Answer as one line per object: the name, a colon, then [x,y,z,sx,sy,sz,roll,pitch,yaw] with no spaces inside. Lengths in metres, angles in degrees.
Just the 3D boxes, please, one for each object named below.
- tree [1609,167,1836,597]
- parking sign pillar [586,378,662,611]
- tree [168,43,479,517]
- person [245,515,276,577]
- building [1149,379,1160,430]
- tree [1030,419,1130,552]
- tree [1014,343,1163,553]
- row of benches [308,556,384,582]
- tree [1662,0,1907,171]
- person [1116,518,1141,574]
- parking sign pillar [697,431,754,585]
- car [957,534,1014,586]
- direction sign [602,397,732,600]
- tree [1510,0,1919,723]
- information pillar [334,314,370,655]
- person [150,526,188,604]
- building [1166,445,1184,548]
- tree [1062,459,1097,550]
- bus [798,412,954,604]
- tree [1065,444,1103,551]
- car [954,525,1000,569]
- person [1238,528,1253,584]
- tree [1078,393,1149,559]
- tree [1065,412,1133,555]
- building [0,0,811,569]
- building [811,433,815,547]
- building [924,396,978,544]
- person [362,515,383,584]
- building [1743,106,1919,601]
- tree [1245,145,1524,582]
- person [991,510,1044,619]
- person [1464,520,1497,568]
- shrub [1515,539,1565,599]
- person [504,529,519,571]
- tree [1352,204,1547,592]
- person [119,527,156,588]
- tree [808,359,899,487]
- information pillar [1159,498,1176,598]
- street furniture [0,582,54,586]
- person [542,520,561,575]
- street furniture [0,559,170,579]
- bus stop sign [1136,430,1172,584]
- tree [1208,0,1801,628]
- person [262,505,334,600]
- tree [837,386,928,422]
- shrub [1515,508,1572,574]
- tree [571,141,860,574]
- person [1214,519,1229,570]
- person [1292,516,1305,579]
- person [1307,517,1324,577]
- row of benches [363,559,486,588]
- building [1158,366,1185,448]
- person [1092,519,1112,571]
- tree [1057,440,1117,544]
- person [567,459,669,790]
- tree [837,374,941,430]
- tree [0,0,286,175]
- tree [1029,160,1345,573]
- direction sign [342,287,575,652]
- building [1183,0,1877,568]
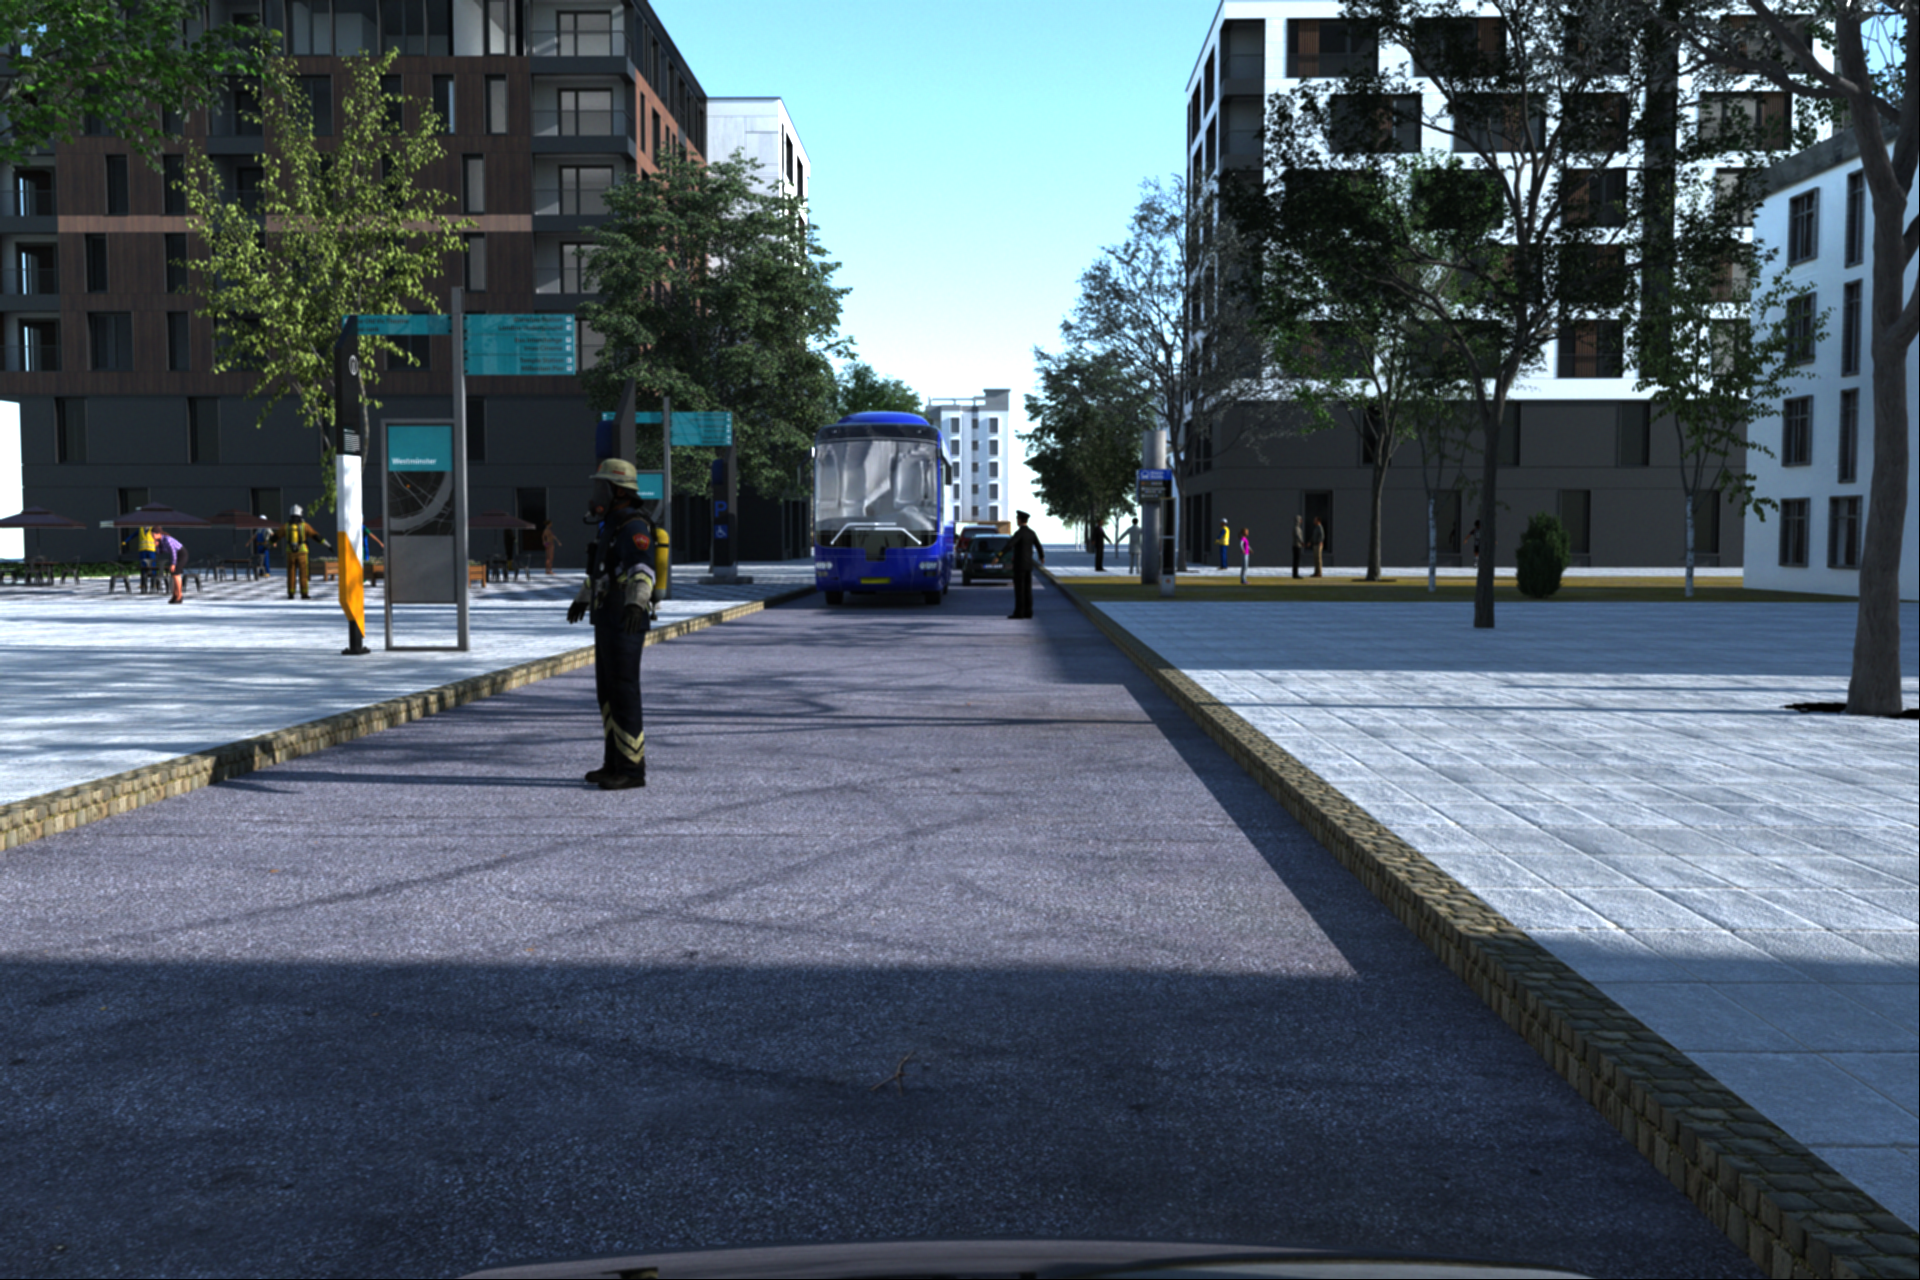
tree: [14.966,-5.177,35.005,4.737,8.622,4.395,0,3,0]
parking sign pillar: [-5.813,-2.500,29.350,1.447,3.967,1.447,0,4,0]
tree: [-9.209,-4.591,25.431,4.737,8.622,4.395,0,3,0]
person: [-20.978,-2.828,52.097,1.347,1.847,0.705,2,4,31]
building: [27.847,-21.558,208.899,16.016,20.090,11.380,0,4,2]
tree: [9.267,-11.657,124.998,8.767,10.594,7.601,0,4,2]
tree: [8.744,-12.750,115.114,9.857,13.997,8.962,0,3,0]
row of benches: [-16.747,-2.016,48.428,1.422,0.672,4.104,1,4,19]
tree: [28.247,-12.014,52.313,12.611,20.169,13.585,0,3,0]
person: [5.618,-3.013,55.451,1.347,1.806,0.705,1,4,21]
parking sign pillar: [-6.052,-3.433,44.597,1.447,3.967,1.447,0,4,2]
car: [0.916,-2.402,49.059,2.009,1.686,4.222,0,4,0]
direction sign: [-5.694,-2.789,34.358,2.525,3.948,1.411,0,4,1]
tree: [6.581,-6.204,11.809,12.009,13.543,11.850,0,3,0]
information pillar: [-6.459,-1.649,18.324,0.183,3.616,0.504,0,4,2]
person: [-14.504,-1.377,31.791,0.421,1.427,0.697,2,4,32]
building: [24.407,-13.546,163.627,9.099,9.664,28.070,0,4,2]
tree: [9.732,-11.470,137.890,4.360,8.622,3.978,0,3,0]
bus: [-1.509,-2.870,38.479,2.896,3.916,12.251,0,4,1]
tree: [8.765,-11.122,132.210,4.360,8.622,3.978,0,3,0]
car: [0.863,-3.970,73.575,2.281,1.827,5.304,0,4,1]
person: [7.387,-2.161,44.598,0.599,1.433,0.991,1,4,22]
tree: [8.207,-8.596,90.907,4.737,8.622,4.395,0,3,0]
tree: [8.110,-9.495,105.602,4.360,8.622,3.978,0,3,0]
building: [-22.353,-14.399,79.394,27.936,21.610,32.646,0,4,1]
building: [-23.498,-20.240,161.857,19.493,23.208,18.063,0,4,1]
building: [-4.415,-22.682,229.722,11.380,20.090,16.016,0,4,6]
person: [-15.381,-2.343,44.435,1.347,1.817,0.704,1,4,19]
building: [22.718,-5.184,26.901,9.099,9.664,28.070,0,4,1]
tree: [11.384,-7.391,46.601,9.928,11.665,9.643,0,3,0]
person: [1.039,-1.279,29.308,0.705,1.837,1.347,3,5,41]
person: [19.582,-3.619,65.313,1.345,1.843,0.704,3,5,44]
shrub: [11.530,-1.430,34.500,1.383,1.207,1.383,0,3,0]
person: [-15.689,-3.319,60.395,0.704,1.812,1.346,-2,4,-30]
tree: [10.560,-5.399,38.644,4.360,8.622,3.978,0,3,0]
person: [-19.466,-2.140,41.459,1.216,1.772,0.721,-1,4,-10]
tree: [-7.009,-10.814,102.570,9.928,11.665,9.643,0,3,0]
information pillar: [4.192,-1.865,34.991,0.304,2.012,0.304,0,4,0]
street furniture: [-25.565,-1.695,34.568,9.812,1.723,11.010,2,4,32]
person: [-12.925,-2.936,54.814,0.721,1.733,1.217,-3,4,-38]
street furniture: [-28.425,-2.165,51.021,10.072,0.657,5.734,-2,4,-32]
bus stop sign: [4.952,-3.380,44.282,0.837,3.901,0.837,0,4,0]
tree: [6.955,-5.429,23.182,8.767,10.594,7.601,3,4,38]
person: [-13.015,-1.728,34.021,1.354,1.858,0.705,-1,4,-9]
tree: [-6.001,-11.967,121.422,9.928,11.665,9.643,0,3,0]
shrub: [16.782,-2.775,49.797,1.690,2.028,1.600,0,3,0]
tree: [-7.900,-9.120,55.768,9.857,13.997,8.962,0,3,0]
person: [9.417,-3.433,62.105,0.705,1.833,1.349,2,4,25]
person: [9.732,-2.676,49.874,0.705,1.813,1.348,0,4,5]
person: [10.680,-2.788,51.862,0.705,1.796,1.348,0,4,-5]
row of benches: [-13.210,-1.620,41.958,4.104,0.672,1.422,2,4,24]
building: [27.236,-20.574,192.806,16.016,20.090,11.380,0,4,2]
person: [4.846,-3.275,59.778,0.704,1.802,1.346,2,4,33]
tree: [16.628,-19.570,226.621,9.857,13.997,8.962,0,3,0]
person: [-1.966,-0.098,9.844,0.705,1.856,1.354,-2,4,-26]
tree: [-6.120,-14.242,139.508,9.857,13.997,8.962,0,3,0]
tree: [-8.979,-5.328,12.861,9.928,11.665,9.643,0,3,0]
tree: [7.445,-9.017,57.800,12.009,13.543,11.850,0,3,0]
direction sign: [-5.416,-1.874,19.395,2.525,3.948,1.411,0,4,2]
building: [24.381,-14.559,82.006,27.936,21.610,32.646,0,4,2]
